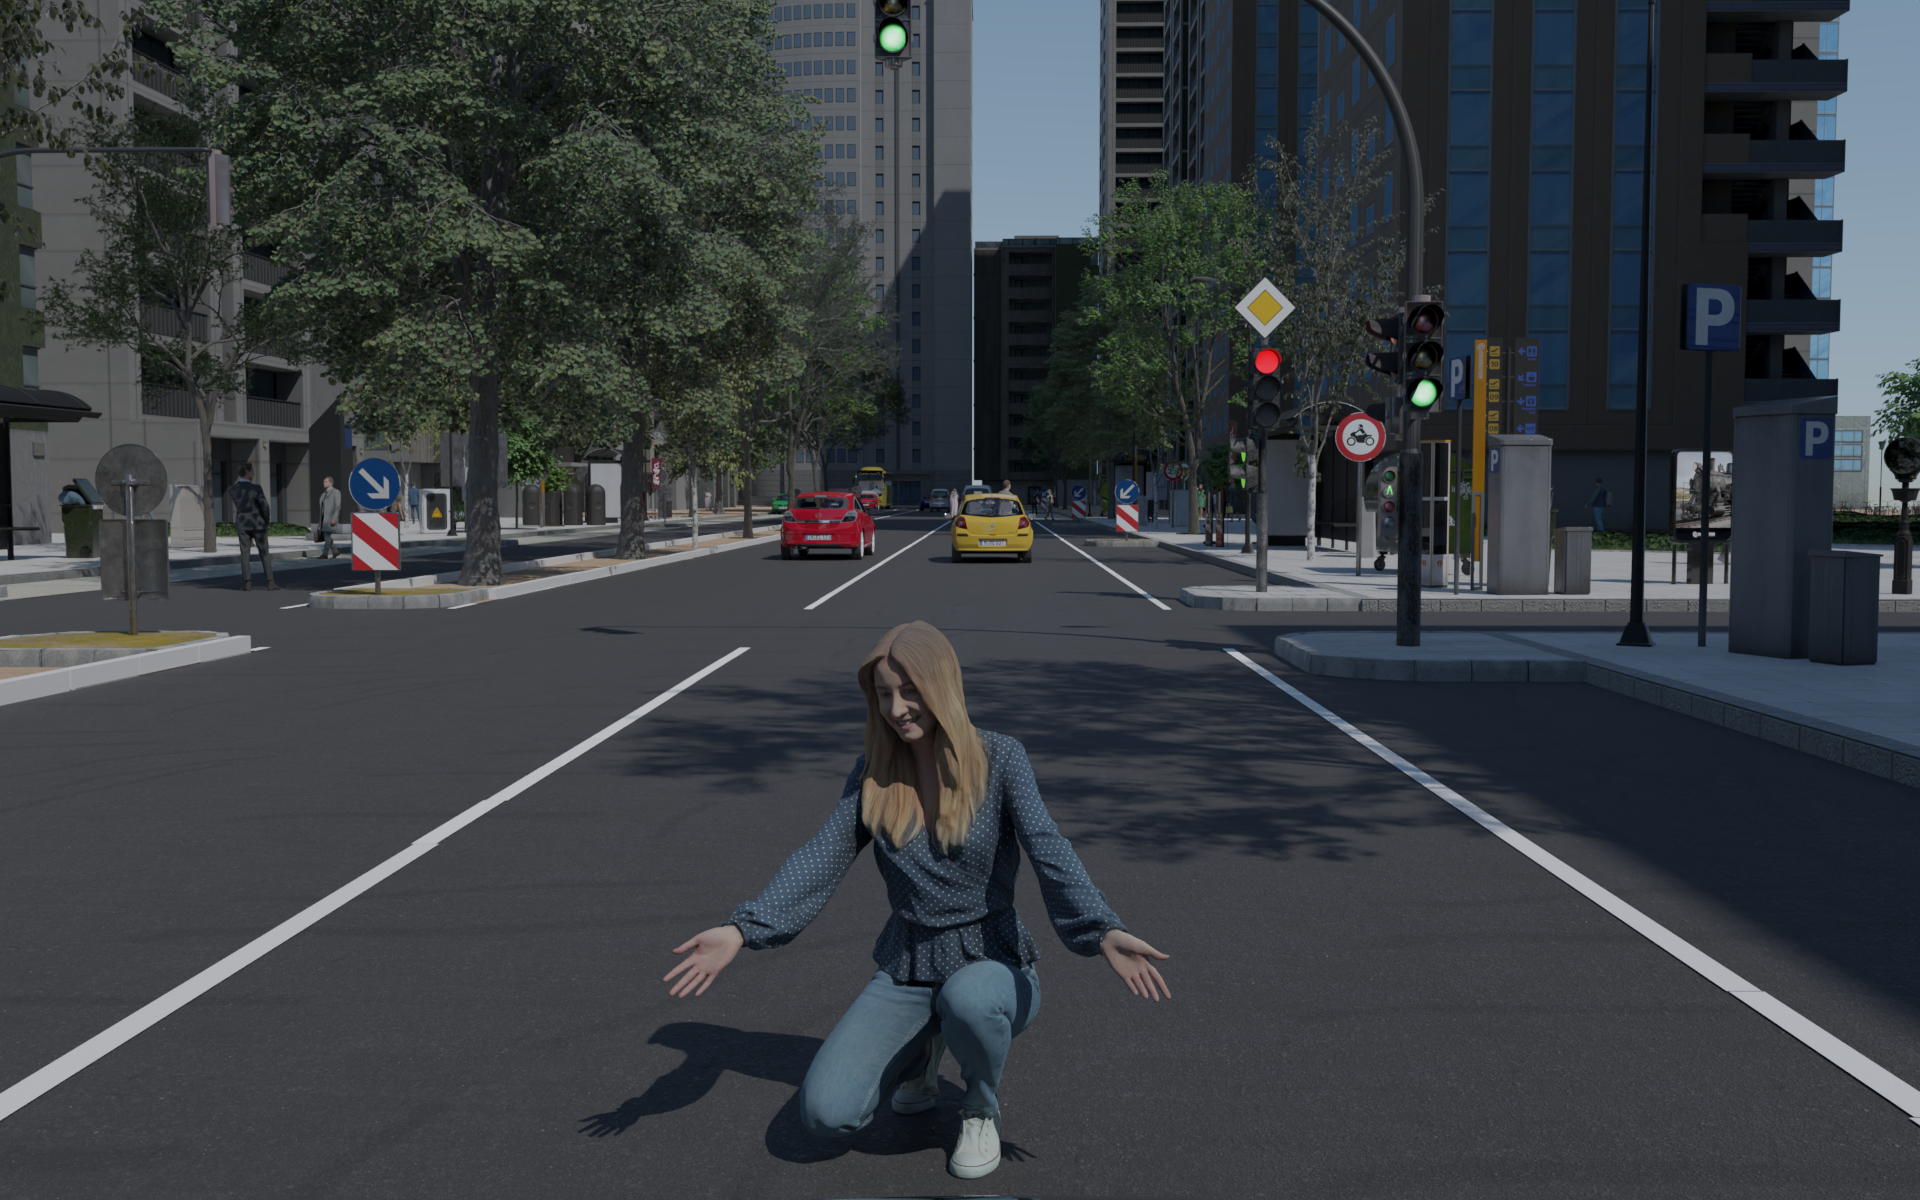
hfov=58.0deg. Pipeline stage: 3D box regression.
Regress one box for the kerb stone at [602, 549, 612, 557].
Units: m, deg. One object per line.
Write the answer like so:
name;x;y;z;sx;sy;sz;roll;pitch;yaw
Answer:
kerb stone;-8.120;-1.047;39.322;0.120;0.150;1.000;0;4;1

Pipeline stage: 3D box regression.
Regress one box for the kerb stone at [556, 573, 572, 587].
kerb stone;-6.268;-0.294;27.001;0.120;0.150;1.000;0;4;1

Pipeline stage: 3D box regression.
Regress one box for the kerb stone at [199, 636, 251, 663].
kerb stone;-6.491;0.429;15.181;0.120;0.150;1.000;0;4;1

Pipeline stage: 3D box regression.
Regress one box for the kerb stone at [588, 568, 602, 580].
kerb stone;-6.220;-0.414;29.052;0.120;0.150;1.000;0;4;1

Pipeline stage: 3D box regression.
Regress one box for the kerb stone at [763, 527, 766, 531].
kerb stone;-7.602;-2.679;65.995;0.120;0.150;1.000;0;4;1

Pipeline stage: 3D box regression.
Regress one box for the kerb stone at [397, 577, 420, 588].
kerb stone;-8.382;-0.234;26.018;0.120;0.150;1.000;0;4;1

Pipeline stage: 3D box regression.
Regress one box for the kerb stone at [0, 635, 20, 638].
kerb stone;-8.592;0.428;15.295;0.120;0.150;1.000;0;4;1

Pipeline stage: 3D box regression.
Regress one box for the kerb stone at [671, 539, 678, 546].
kerb stone;-7.954;-1.549;47.529;0.120;0.150;1.000;0;4;1

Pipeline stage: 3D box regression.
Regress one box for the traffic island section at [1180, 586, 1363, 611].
traffic island section;3.968;-0.024;22.674;2.009;0.180;2.903;0;4;1

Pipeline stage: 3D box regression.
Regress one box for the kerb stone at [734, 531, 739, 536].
kerb stone;-7.740;-2.240;58.814;0.120;0.150;1.000;0;4;1

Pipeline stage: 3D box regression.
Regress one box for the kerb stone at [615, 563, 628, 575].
kerb stone;-6.177;-0.544;31.095;0.120;0.150;1.000;0;4;1

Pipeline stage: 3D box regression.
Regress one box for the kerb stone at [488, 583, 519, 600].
kerb stone;-6.319;-0.105;23.920;0.120;0.150;1.000;0;4;1

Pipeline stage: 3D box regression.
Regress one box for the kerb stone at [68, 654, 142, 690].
kerb stone;-6.533;0.554;13.137;0.120;0.150;1.000;0;4;1

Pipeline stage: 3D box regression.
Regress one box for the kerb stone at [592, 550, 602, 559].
kerb stone;-8.138;-0.984;38.295;0.120;0.150;1.000;0;4;1

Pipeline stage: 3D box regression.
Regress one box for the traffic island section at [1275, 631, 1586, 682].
traffic island section;3.811;0.464;14.691;2.009;0.180;2.903;0;4;1

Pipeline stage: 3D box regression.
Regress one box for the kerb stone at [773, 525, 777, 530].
kerb stone;-7.537;-2.867;69.072;0.120;0.150;1.000;0;4;1

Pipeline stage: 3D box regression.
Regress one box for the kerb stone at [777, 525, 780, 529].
kerb stone;-7.512;-2.930;70.106;0.120;0.150;1.000;0;4;1

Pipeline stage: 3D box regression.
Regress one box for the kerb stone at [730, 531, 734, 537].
kerb stone;-7.753;-2.172;57.780;0.120;0.150;1.000;0;4;1

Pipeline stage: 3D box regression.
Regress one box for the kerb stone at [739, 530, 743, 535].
kerb stone;-7.713;-2.300;59.836;0.120;0.150;1.000;0;4;1

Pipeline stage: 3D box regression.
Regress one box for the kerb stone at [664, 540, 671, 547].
kerb stone;-7.982;-1.485;46.507;0.120;0.150;1.000;0;4;1

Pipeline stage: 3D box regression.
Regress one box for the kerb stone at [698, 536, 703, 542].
kerb stone;-7.880;-1.800;51.630;0.120;0.150;1.000;0;4;1

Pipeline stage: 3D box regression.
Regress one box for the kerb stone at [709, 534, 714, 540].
kerb stone;-7.842;-1.925;53.674;0.120;0.150;1.000;0;4;1

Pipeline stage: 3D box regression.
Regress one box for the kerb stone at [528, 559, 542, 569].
kerb stone;-8.244;-0.666;33.182;0.120;0.150;1.000;0;4;1

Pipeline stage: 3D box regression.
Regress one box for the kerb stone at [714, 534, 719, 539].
kerb stone;-7.816;-1.988;54.702;0.120;0.150;1.000;0;4;1

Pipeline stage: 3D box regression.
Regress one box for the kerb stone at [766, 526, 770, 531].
kerb stone;-7.577;-2.742;67.026;0.120;0.150;1.000;0;4;1

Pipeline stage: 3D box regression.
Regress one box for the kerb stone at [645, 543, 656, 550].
kerb stone;-8.025;-1.359;44.452;0.120;0.150;1.000;0;4;1

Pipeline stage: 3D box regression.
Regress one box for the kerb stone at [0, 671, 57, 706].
kerb stone;-6.550;0.617;12.106;0.120;0.150;1.000;0;4;1

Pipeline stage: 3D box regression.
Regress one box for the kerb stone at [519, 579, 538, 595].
kerb stone;-6.307;-0.167;24.949;0.120;0.150;1.000;0;4;1

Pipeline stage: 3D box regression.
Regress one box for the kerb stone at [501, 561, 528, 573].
kerb stone;-8.266;-0.605;32.160;0.120;0.150;1.000;0;4;1

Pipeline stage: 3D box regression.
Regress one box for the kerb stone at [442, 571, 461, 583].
kerb stone;-8.339;-0.355;28.065;0.120;0.150;1.000;0;4;1

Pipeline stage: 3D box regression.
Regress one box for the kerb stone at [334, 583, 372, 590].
kerb stone;-8.419;-0.108;23.973;0.120;0.150;1.000;0;4;1

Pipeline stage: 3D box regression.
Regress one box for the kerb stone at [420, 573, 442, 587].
kerb stone;-8.356;-0.294;27.043;0.120;0.150;1.000;0;4;1

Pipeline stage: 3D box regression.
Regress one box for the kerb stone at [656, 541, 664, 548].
kerb stone;-8.000;-1.424;45.483;0.120;0.150;1.000;0;4;1

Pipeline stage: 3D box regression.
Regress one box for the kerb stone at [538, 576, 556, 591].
kerb stone;-6.284;-0.231;25.970;0.120;0.150;1.000;0;4;1

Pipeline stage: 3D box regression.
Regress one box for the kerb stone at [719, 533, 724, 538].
kerb stone;-7.800;-2.046;55.727;0.120;0.150;1.000;0;4;1

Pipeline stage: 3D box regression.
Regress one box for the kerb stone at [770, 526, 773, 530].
kerb stone;-7.551;-2.805;68.050;0.120;0.150;1.000;0;4;1

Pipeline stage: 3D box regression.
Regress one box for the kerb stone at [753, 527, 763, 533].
kerb stone;-7.618;-2.615;64.956;0.120;0.150;1.000;0;4;1

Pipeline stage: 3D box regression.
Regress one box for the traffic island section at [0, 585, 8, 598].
traffic island section;-14.170;-0.046;23.035;2.009;0.180;2.903;0;4;1

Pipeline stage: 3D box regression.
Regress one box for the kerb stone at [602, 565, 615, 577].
kerb stone;-6.202;-0.482;30.074;0.120;0.150;1.000;0;4;1

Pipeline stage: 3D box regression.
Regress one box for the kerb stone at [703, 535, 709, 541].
kerb stone;-7.855;-1.862;52.652;0.120;0.150;1.000;0;4;1

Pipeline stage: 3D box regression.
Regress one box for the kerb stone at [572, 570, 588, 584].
kerb stone;-6.239;-0.356;28.023;0.120;0.150;1.000;0;4;1

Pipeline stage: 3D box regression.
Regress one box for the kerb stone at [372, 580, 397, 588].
kerb stone;-8.400;-0.171;24.995;0.120;0.150;1.000;0;4;1

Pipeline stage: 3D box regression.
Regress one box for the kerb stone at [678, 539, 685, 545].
kerb stone;-7.938;-1.612;48.554;0.120;0.150;1.000;0;4;1

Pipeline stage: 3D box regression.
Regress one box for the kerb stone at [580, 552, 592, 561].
kerb stone;-8.156;-0.922;37.273;0.120;0.150;1.000;0;4;1

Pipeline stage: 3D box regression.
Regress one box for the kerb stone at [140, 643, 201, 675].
kerb stone;-6.516;0.492;14.159;0.120;0.150;1.000;0;4;1

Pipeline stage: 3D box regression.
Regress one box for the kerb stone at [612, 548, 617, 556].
kerb stone;-8.096;-1.110;40.344;0.120;0.150;1.000;0;4;1

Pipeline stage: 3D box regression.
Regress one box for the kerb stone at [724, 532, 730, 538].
kerb stone;-7.772;-2.112;56.749;0.120;0.150;1.000;0;4;1

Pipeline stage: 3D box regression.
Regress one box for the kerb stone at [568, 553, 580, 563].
kerb stone;-8.184;-0.856;36.248;0.120;0.150;1.000;0;4;1

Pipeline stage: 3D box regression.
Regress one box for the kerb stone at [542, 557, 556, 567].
kerb stone;-8.217;-0.731;34.204;0.120;0.150;1.000;0;4;1

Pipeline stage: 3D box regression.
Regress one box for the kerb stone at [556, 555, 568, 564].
kerb stone;-8.206;-0.792;35.226;0.120;0.150;1.000;0;4;1

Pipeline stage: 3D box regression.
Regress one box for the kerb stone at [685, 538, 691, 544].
kerb stone;-7.910;-1.672;49.584;0.120;0.150;1.000;0;4;1
